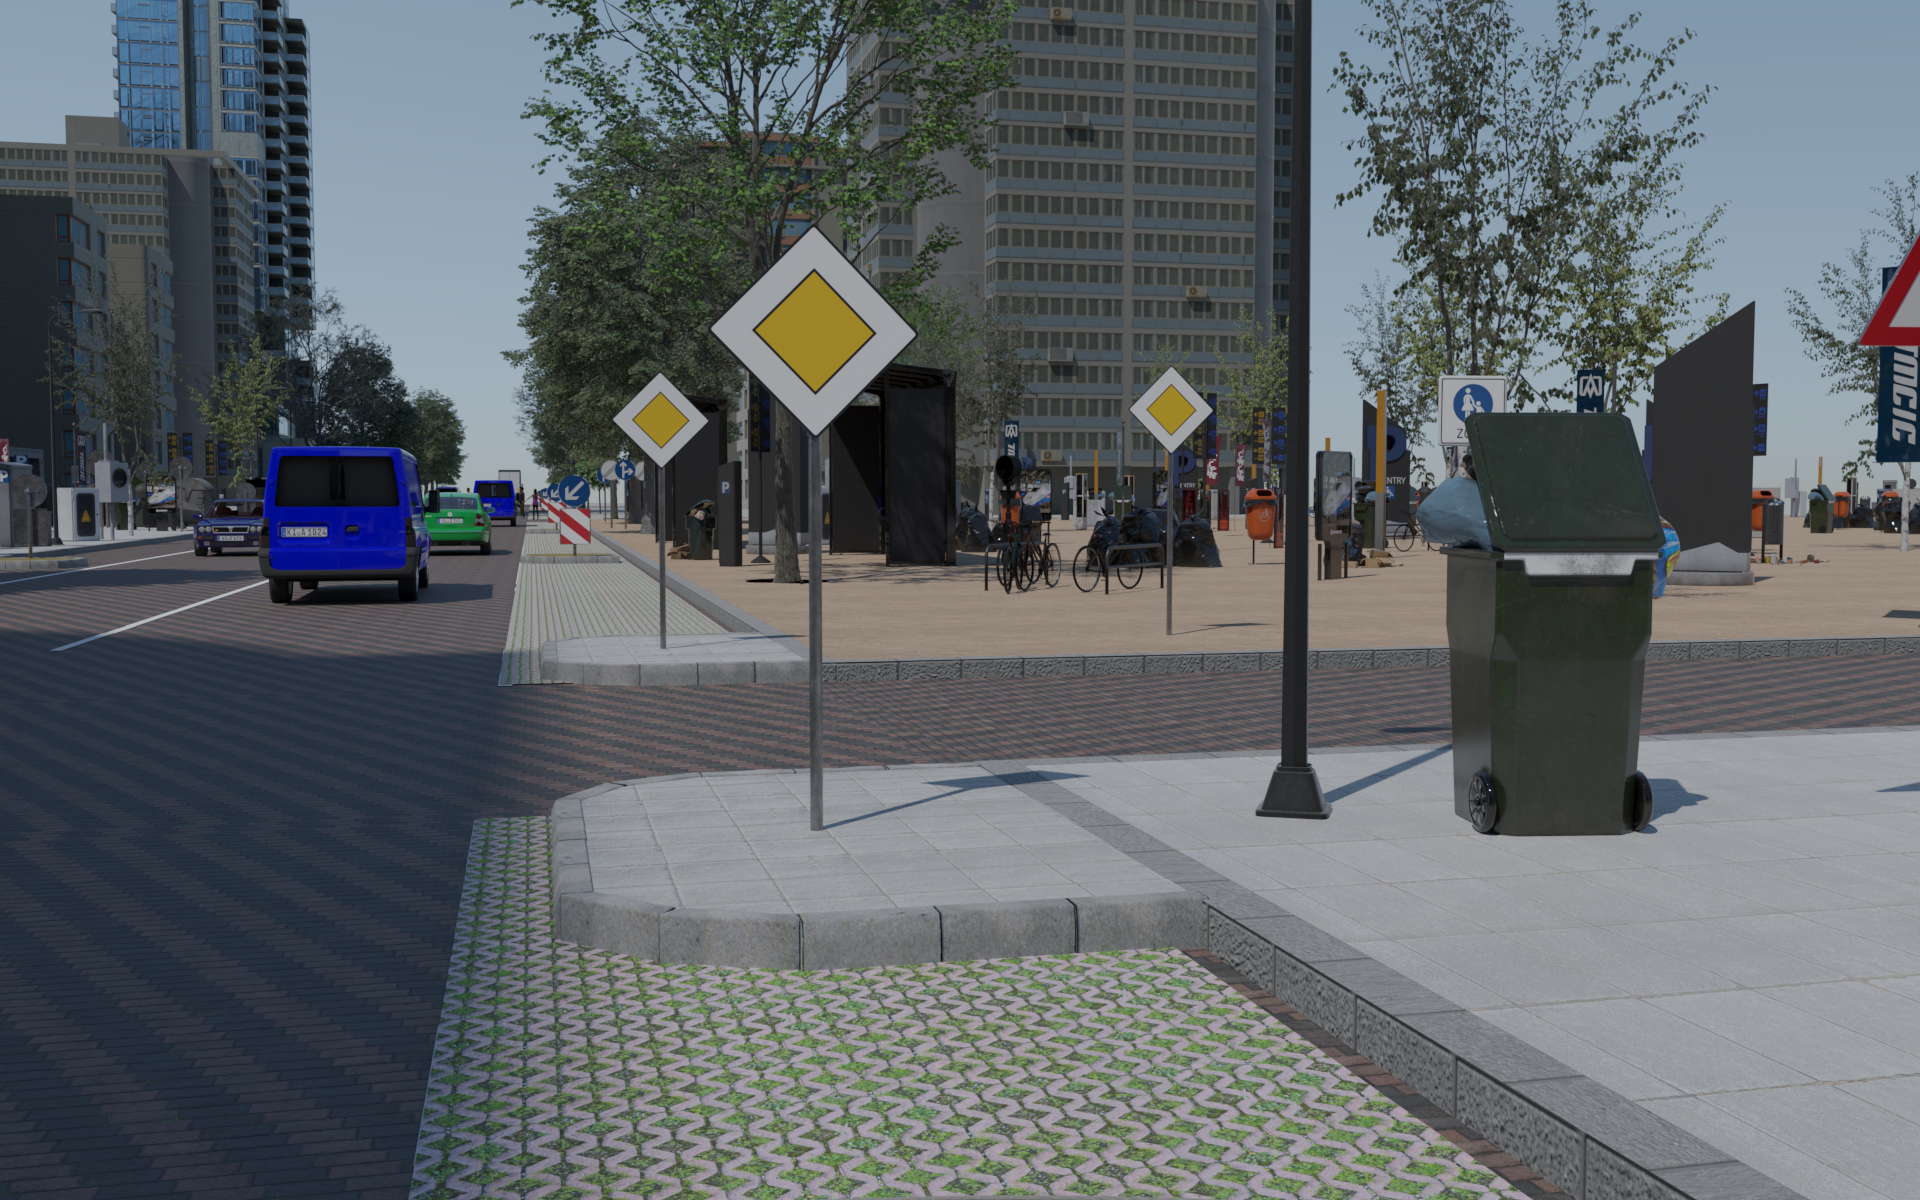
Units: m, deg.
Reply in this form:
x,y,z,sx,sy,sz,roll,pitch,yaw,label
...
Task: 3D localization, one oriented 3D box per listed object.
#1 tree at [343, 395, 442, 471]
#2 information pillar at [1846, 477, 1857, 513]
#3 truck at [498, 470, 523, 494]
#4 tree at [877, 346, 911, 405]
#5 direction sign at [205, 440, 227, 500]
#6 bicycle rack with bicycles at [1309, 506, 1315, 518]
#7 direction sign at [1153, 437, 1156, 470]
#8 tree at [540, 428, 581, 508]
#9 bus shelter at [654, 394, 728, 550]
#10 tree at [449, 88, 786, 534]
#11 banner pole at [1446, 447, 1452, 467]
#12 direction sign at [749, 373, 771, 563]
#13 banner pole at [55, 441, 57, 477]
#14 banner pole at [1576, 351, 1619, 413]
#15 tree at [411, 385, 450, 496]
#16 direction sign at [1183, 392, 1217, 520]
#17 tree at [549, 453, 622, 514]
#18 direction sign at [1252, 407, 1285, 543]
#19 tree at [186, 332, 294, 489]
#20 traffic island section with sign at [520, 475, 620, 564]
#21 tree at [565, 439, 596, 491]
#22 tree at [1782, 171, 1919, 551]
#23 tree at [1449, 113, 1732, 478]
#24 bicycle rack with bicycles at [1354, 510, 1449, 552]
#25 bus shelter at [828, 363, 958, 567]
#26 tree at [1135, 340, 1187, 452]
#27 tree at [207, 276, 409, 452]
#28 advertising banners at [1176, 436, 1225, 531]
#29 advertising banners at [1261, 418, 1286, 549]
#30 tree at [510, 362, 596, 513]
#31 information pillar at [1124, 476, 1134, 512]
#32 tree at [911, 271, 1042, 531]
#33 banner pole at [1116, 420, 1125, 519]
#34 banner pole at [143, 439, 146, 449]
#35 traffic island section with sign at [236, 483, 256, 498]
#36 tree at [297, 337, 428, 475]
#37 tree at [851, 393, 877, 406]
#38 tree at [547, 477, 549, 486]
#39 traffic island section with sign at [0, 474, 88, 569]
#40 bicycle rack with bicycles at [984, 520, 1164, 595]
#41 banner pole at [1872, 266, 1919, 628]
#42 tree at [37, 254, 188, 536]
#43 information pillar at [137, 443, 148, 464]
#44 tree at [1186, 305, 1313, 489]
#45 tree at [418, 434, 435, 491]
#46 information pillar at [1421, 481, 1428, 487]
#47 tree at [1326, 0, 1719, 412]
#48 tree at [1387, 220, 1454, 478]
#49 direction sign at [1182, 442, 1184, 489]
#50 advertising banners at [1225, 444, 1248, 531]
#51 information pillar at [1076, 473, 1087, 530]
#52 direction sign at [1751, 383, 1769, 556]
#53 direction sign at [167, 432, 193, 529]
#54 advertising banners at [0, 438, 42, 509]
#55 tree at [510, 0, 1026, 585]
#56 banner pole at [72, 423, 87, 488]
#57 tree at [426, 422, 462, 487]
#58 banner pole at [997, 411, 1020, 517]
x,y,z,sx,sy,sz,roll,pitch,yaw,label
-51.529,-13.664,157.814,7.601,10.594,8.767,1,4,13,tree
39.036,-4.366,75.873,0.304,2.012,0.304,-2,4,-24,information pillar
-53.197,-13.212,204.925,2.839,4.237,11.283,-1,4,-14,truck
-0.830,-7.301,69.741,4.360,8.622,3.978,0,3,0,tree
-31.373,-4.960,73.092,0.379,3.537,0.876,3,5,43,direction sign
19.616,-4.801,91.878,2.852,0.926,2.925,-3,5,-40,bicycle rack with bicycles
7.419,-4.530,66.061,0.379,3.537,0.876,0,4,2,direction sign
-31.458,-12.838,144.318,7.601,10.594,8.767,1,4,11,tree
-6.800,-3.137,42.574,1.731,3.624,6.357,-1,4,-14,bus shelter
-10.018,-9.087,55.234,9.857,13.997,8.962,0,3,0,tree
22.835,-5.528,80.396,0.401,3.779,0.863,-2,4,-29,banner pole
-3.716,-2.458,32.191,0.379,3.537,0.876,1,4,18,direction sign
-42.492,-5.591,81.435,0.401,3.779,0.863,-2,4,-27,banner pole
11.275,-2.480,30.566,0.863,3.779,0.401,1,4,14,banner pole
-63.153,-18.233,204.770,9.857,13.997,8.962,0,3,0,tree
5.459,-2.854,38.666,0.379,3.537,0.876,3,5,42,direction sign
-22.871,-7.739,110.250,4.285,4.588,4.351,0,3,0,tree
8.045,-3.254,45.208,0.876,3.537,0.379,-1,4,-9,direction sign
-32.308,-7.813,78.112,4.737,8.622,4.395,0,3,0,tree
-8.195,-1.690,36.266,1.989,1.847,2.006,-1,4,-14,traffic island section with sign
-33.307,-12.391,152.954,4.360,8.622,3.978,0,3,0,tree
21.083,-5.411,38.838,4.360,8.622,3.978,0,3,0,tree
13.027,-5.153,34.620,4.737,8.622,4.395,0,3,0,tree
10.740,-1.513,38.112,2.925,0.926,2.852,-3,4,-38,bicycle rack with bicycles
-1.539,-2.581,33.478,1.731,3.624,6.357,-1,4,-14,bus shelter
10.206,-8.082,82.499,4.737,8.622,4.395,0,3,0,tree
-36.376,-11.432,97.281,12.009,13.543,11.850,0,3,0,tree
6.901,-3.435,52.354,2.074,3.025,0.090,2,4,24,advertising banners
7.548,-2.733,40.874,0.090,3.025,2.074,2,4,35,advertising banners
-26.120,-12.768,119.122,12.009,13.543,11.850,0,3,0,tree
6.699,-3.928,68.722,0.304,2.012,0.304,-3,4,-39,information pillar
0.954,-6.556,57.556,4.360,8.622,3.978,0,3,0,tree
5.421,-4.183,58.407,0.401,3.779,0.863,2,4,26,banner pole
-37.519,-5.481,79.635,0.401,3.779,0.863,-3,5,-45,banner pole
-24.753,-3.144,60.035,1.989,1.847,2.006,-1,4,-14,traffic island section with sign
-43.188,-12.727,125.100,9.611,12.733,9.660,0,3,0,tree
-4.341,-7.712,76.445,4.360,8.622,3.978,0,3,0,tree
-45.671,-13.136,198.484,4.285,4.588,4.351,0,3,0,tree
-18.281,-1.544,33.865,1.989,1.847,2.006,-1,4,-14,traffic island section with sign
1.357,-0.601,23.201,2.852,0.926,2.925,2,4,31,bicycle rack with bicycles
9.234,-1.627,16.625,0.863,3.779,0.401,3,5,43,banner pole
-25.524,-6.265,52.795,4.360,8.622,3.978,0,3,0,tree
-36.765,-5.295,77.923,0.183,3.616,0.504,2,4,29,information pillar
11.721,-7.109,66.589,4.737,8.622,4.395,0,3,0,tree
-54.966,-13.637,173.329,4.737,8.622,4.395,0,3,0,tree
26.522,-5.774,98.892,0.304,2.012,0.304,-1,4,-16,information pillar
5.930,-4.241,19.704,4.360,8.622,3.978,0,3,0,tree
12.522,-5.710,43.714,4.737,8.622,4.395,0,3,0,tree
7.368,-3.994,57.293,0.379,3.537,0.876,1,4,10,direction sign
9.124,-3.909,60.098,2.074,3.025,0.090,-2,4,-27,advertising banners
4.300,-3.473,61.280,0.304,2.012,0.304,2,4,33,information pillar
16.267,-2.679,35.794,0.379,3.537,0.876,-2,4,-28,direction sign
-28.731,-4.396,63.864,0.876,3.537,0.379,-3,5,-42,direction sign
-29.378,-3.544,54.139,2.074,3.025,0.090,2,4,30,advertising banners
-2.652,-6.055,24.752,9.928,11.665,9.643,0,3,0,tree
-31.157,-4.360,61.299,0.401,3.779,0.863,0,4,7,banner pole
-72.596,-19.614,238.817,7.486,12.596,7.792,0,3,0,tree
1.394,-3.785,51.899,0.863,3.779,0.401,1,4,23,banner pole
